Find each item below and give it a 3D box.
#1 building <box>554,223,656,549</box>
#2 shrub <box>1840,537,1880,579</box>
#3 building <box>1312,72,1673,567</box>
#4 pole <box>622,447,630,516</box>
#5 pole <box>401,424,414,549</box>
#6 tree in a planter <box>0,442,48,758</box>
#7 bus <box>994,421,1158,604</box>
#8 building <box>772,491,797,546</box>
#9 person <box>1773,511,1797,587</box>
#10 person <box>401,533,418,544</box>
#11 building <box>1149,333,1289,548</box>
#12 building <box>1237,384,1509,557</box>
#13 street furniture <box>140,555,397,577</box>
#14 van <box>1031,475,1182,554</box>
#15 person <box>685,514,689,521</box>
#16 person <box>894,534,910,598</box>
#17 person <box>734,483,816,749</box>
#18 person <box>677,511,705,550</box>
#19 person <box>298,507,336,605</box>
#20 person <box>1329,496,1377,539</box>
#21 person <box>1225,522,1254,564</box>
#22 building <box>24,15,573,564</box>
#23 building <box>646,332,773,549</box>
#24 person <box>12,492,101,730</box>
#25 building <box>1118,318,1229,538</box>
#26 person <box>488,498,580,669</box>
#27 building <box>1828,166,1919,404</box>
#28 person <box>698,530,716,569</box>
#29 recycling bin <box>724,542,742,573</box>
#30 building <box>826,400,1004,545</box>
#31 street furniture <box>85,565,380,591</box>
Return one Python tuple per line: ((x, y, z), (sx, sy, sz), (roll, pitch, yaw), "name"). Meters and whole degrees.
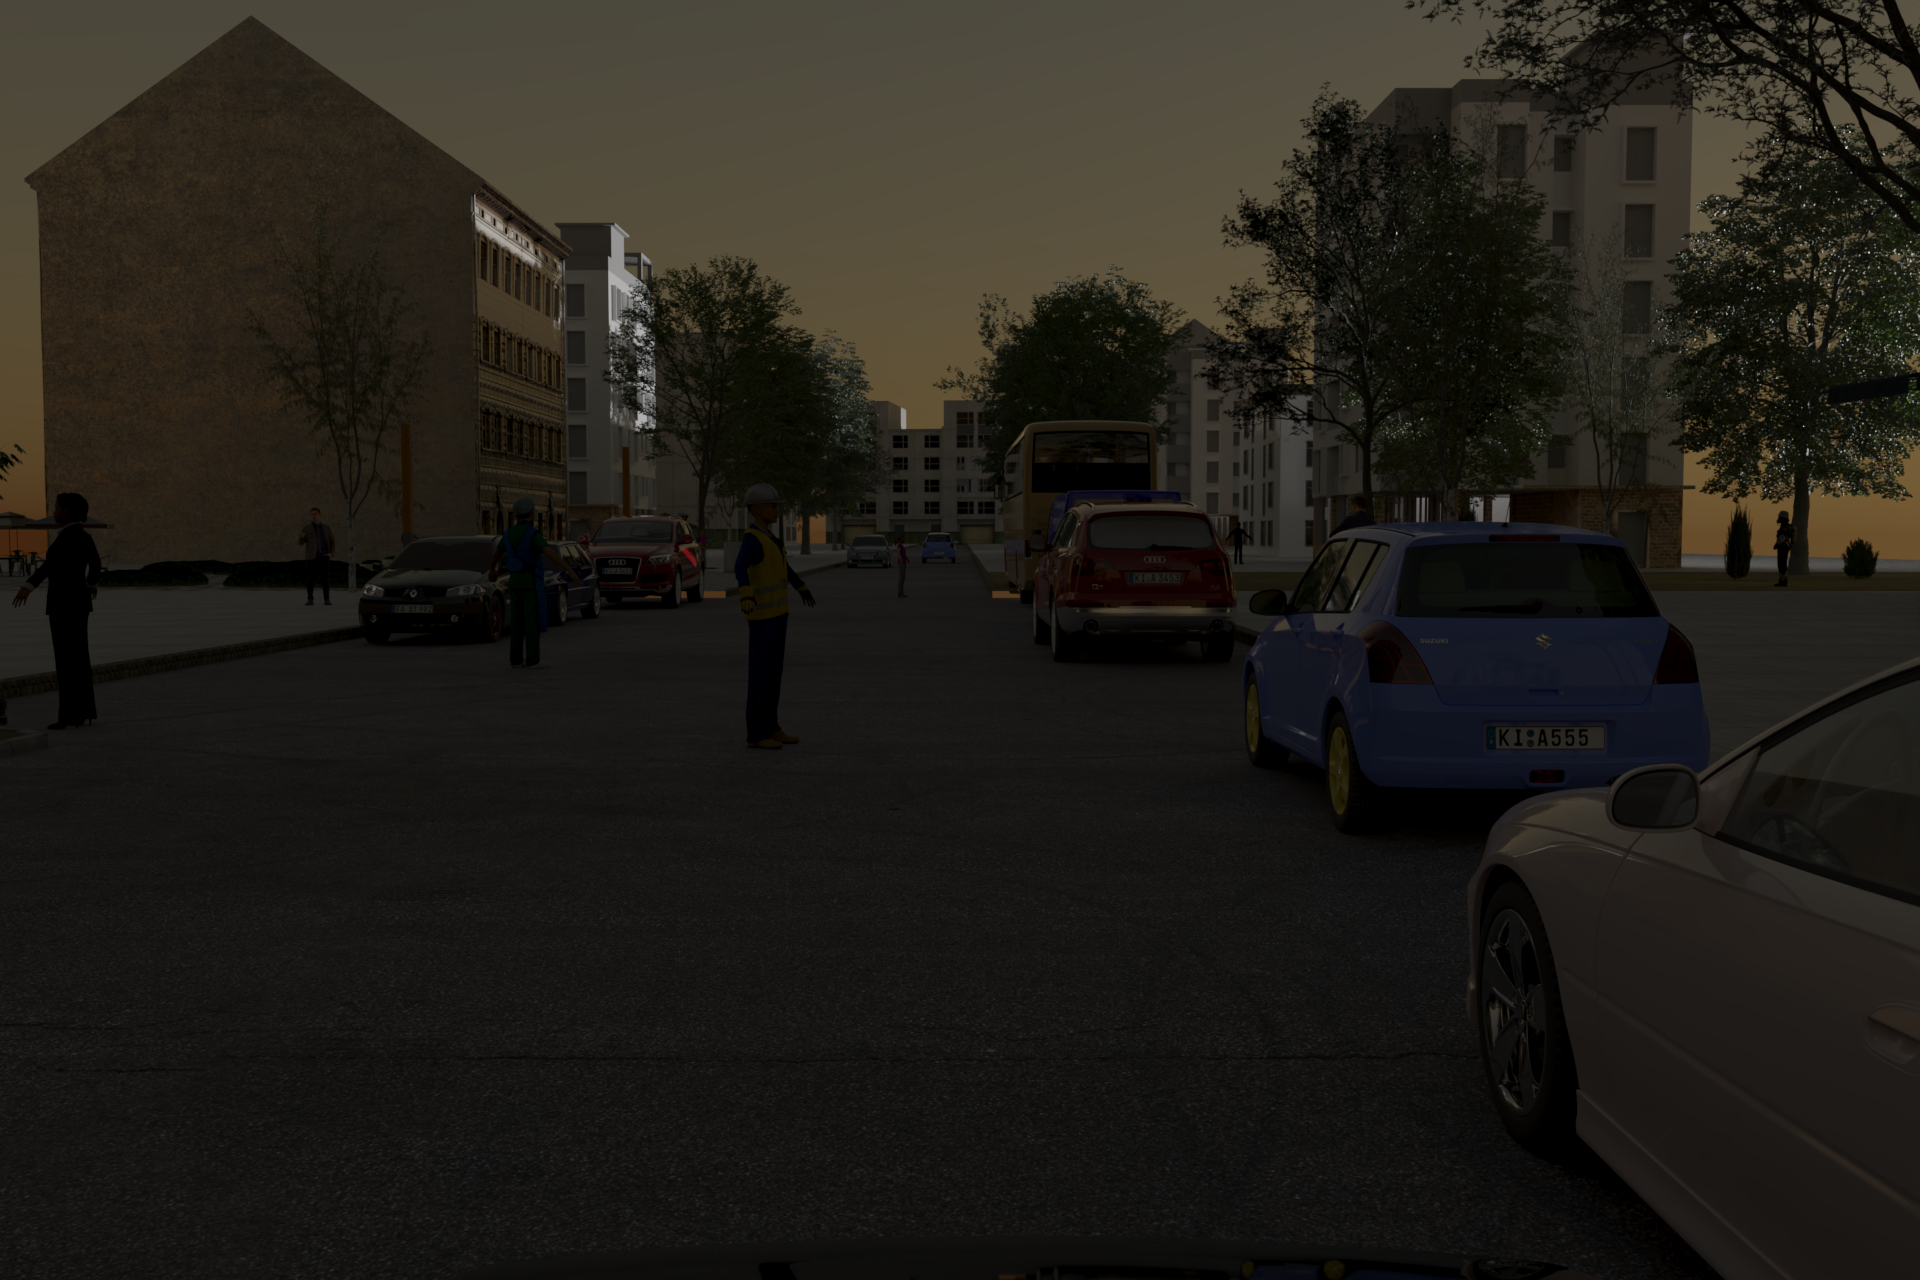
((-25.943, -15.303, 106.622), (16.016, 20.090, 11.380), (0, 4, 0), "building")
((25.740, -2.350, 49.541), (1.383, 1.207, 1.383), (0, 3, 0), "shrub")
((21.112, -13.509, 77.299), (16.016, 20.090, 11.380), (0, 4, 0), "building")
((-7.814, -2.860, 40.606), (0.158, 3.312, 0.155), (0, 3, 0), "pole")
((-10.236, -2.340, 32.109), (0.158, 3.312, 0.155), (0, 3, 0), "pole")
((-7.133, -0.847, 11.078), (1.991, 3.239, 1.994), (0, 4, 0), "tree in a planter")
((2.386, -2.873, 38.520), (2.896, 3.916, 12.252), (0, 4, -1), "bus")
((-23.240, -15.782, 200.179), (9.099, 9.664, 28.070), (0, 4, 0), "building")
((20.111, -2.239, 42.385), (0.705, 1.856, 1.354), (2, 4, 31), "person")
((-22.225, -3.904, 69.957), (1.348, 1.813, 0.705), (3, 5, 40), "person")
((23.856, -19.233, 170.878), (16.016, 20.090, 11.380), (0, 4, 0), "building")
((22.352, -9.473, 97.037), (9.099, 9.664, 28.070), (0, 4, 0), "building")
((-20.656, -2.310, 53.387), (10.072, 0.657, 5.734), (3, 5, 43), "street furniture")
((2.279, -1.355, 26.543), (2.240, 2.365, 5.245), (0, 3, 0), "van")
((-7.107, -2.351, 44.372), (0.705, 1.837, 1.347), (-1, 4, -11), "person")
((-1.256, -1.675, 39.116), (0.599, 1.433, 0.991), (0, 4, 8), "person")
((-1.236, -0.168, 11.675), (0.721, 1.772, 1.216), (1, 4, 15), "person")
((-6.589, -2.149, 41.103), (1.349, 1.833, 0.705), (3, 4, 38), "person")
((-11.516, -1.495, 31.015), (0.617, 1.759, 0.750), (-1, 4, -17), "person")
((4.961, -0.958, 22.160), (0.683, 1.767, 0.568), (-2, 4, -24), "person")
((11.853, -4.122, 73.612), (1.346, 1.802, 0.704), (2, 4, 33), "person")
((-30.147, -15.419, 83.037), (19.493, 23.208, 18.063), (0, 4, -1), "building")
((-28.182, -18.418, 167.594), (16.747, 18.905, 31.486), (0, 4, 0), "building")
((-6.656, -0.222, 12.811), (0.721, 1.740, 1.216), (0, 4, -4), "person")
((23.794, -21.717, 185.997), (19.493, 23.208, 18.063), (0, 4, 0), "building")
((-4.614, -0.607, 18.507), (1.347, 1.817, 0.704), (2, 4, 33), "person")
((25.079, -17.298, 28.942), (12.429, 33.558, 17.177), (0, 4, 0), "building")
((-9.338, -3.275, 62.810), (0.991, 1.433, 0.599), (-1, 4, -17), "person")
((-7.486, -2.771, 57.861), (0.722, 1.027, 0.722), (0, 4, 1), "recycling bin")
((-1.236, -22.417, 235.427), (31.486, 18.905, 16.747), (0, 4, 6), "building")
((-15.622, -1.621, 42.126), (10.072, 0.657, 5.734), (1, 4, 16), "street furniture")
